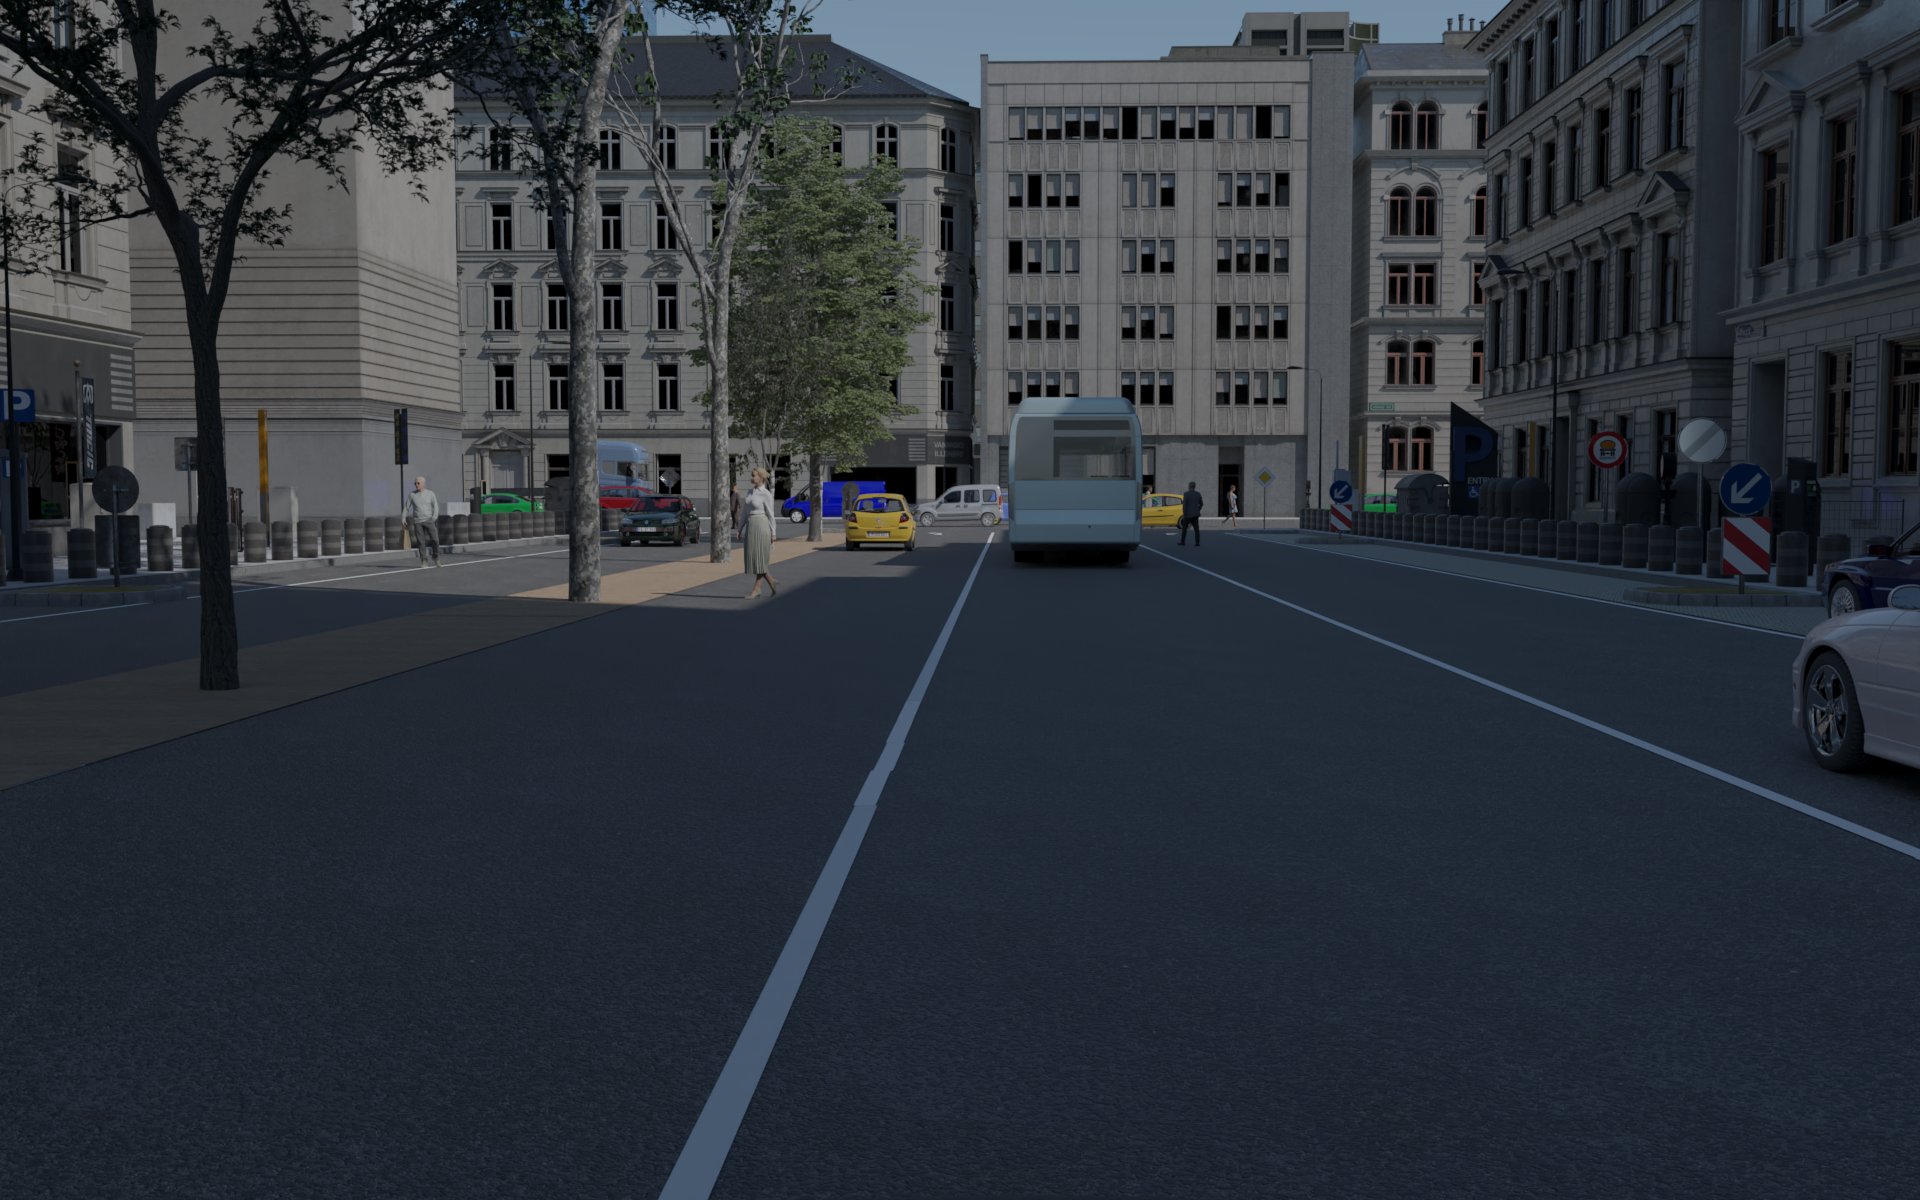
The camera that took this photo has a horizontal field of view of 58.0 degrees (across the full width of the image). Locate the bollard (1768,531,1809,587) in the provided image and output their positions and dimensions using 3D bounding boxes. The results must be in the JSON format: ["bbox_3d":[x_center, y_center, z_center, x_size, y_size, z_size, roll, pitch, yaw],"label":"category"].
[{"bbox_3d":[11.543,-0.569,24.023,0.404,0.777,0.398,0,3,0],"label":"bollard"}]

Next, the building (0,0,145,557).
[{"bbox_3d":[-26.791,-14.825,18.796,17.030,29.872,44.131,0,4,2],"label":"building"}]

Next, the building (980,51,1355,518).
[{"bbox_3d":[11.217,-17.198,99.203,19.932,24.808,12.078,0,4,2],"label":"building"}]

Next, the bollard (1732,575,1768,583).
[{"bbox_3d":[11.580,-0.643,25.224,0.404,0.777,0.398,0,3,0],"label":"bollard"}]

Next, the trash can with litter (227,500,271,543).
[{"bbox_3d":[-18.669,-2.079,45.054,1.678,1.210,2.233,2,4,31],"label":"trash can with litter"}]

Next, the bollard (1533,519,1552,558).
[{"bbox_3d":[11.867,-1.235,34.915,0.404,0.777,0.398,0,3,0],"label":"bollard"}]

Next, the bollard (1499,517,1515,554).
[{"bbox_3d":[11.933,-1.383,37.323,0.404,0.777,0.398,0,3,0],"label":"bollard"}]

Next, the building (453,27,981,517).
[{"bbox_3d":[-20.733,-19.930,102.264,44.131,29.872,17.030,0,4,2],"label":"building"}]

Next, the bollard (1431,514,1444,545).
[{"bbox_3d":[12.113,-1.753,43.382,0.404,0.777,0.398,0,3,0],"label":"bollard"}]

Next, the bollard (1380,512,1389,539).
[{"bbox_3d":[12.293,-2.121,49.402,0.404,0.777,0.398,0,3,0],"label":"bollard"}]

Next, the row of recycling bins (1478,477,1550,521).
[{"bbox_3d":[13.607,-2.179,42.739,1.069,1.692,3.534,0,4,1],"label":"row of recycling bins"}]

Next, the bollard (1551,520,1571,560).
[{"bbox_3d":[11.827,-1.161,33.704,0.404,0.777,0.398,0,3,0],"label":"bollard"}]

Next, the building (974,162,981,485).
[{"bbox_3d":[-0.068,-41.419,266.439,27.495,52.752,28.713,0,4,2],"label":"building"}]

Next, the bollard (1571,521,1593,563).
[{"bbox_3d":[11.786,-1.088,32.501,0.404,0.777,0.398,0,3,0],"label":"bollard"}]

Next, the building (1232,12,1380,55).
[{"bbox_3d":[51.940,-50.298,260.620,20.611,71.187,20.563,0,4,2],"label":"building"}]

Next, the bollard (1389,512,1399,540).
[{"bbox_3d":[12.258,-2.048,48.196,0.404,0.777,0.398,0,3,0],"label":"bollard"}]

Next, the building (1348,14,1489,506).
[{"bbox_3d":[33.345,-19.076,99.281,23.554,28.519,14.401,0,4,2],"label":"building"}]

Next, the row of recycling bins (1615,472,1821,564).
[{"bbox_3d":[14.135,-1.545,32.381,3.534,1.692,1.069,1,4,19],"label":"row of recycling bins"}]

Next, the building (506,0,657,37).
[{"bbox_3d":[-58.301,-58.166,263.682,31.000,86.520,22.319,0,4,2],"label":"building"}]

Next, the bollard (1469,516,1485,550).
[{"bbox_3d":[12.005,-1.532,39.759,0.404,0.777,0.398,0,3,0],"label":"bollard"}]

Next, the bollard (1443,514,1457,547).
[{"bbox_3d":[12.073,-1.679,42.172,0.404,0.777,0.398,0,3,0],"label":"bollard"}]

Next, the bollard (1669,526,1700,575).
[{"bbox_3d":[11.646,-0.791,27.654,0.404,0.777,0.398,0,3,0],"label":"bollard"}]

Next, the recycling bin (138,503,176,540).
[{"bbox_3d":[-22.565,-2.209,48.667,0.722,1.027,0.722,2,4,30],"label":"recycling bin"}]

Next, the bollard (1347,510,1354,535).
[{"bbox_3d":[12.437,-2.417,54.236,0.404,0.777,0.398,0,3,0],"label":"bollard"}]

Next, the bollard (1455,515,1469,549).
[{"bbox_3d":[12.039,-1.606,40.970,0.404,0.777,0.398,0,3,0],"label":"bollard"}]

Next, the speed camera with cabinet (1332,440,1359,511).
[{"bbox_3d":[14.038,-4.202,63.042,0.660,3.252,2.038,0,4,2],"label":"speed camera with cabinet"}]

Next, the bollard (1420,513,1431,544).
[{"bbox_3d":[12.151,-1.827,44.586,0.404,0.777,0.398,0,3,0],"label":"bollard"}]

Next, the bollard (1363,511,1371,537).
[{"bbox_3d":[12.368,-2.270,51.825,0.404,0.777,0.398,0,3,0],"label":"bollard"}]

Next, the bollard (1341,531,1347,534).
[{"bbox_3d":[12.471,-2.491,55.438,0.404,0.777,0.398,0,3,0],"label":"bollard"}]

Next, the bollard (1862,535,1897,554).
[{"bbox_3d":[11.473,-0.421,21.607,0.404,0.777,0.398,0,3,0],"label":"bollard"}]

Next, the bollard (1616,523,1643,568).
[{"bbox_3d":[11.721,-0.939,30.076,0.404,0.777,0.398,0,3,0],"label":"bollard"}]

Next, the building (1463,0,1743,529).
[{"bbox_3d":[21.904,-11.268,48.859,10.561,19.102,19.286,0,4,2],"label":"building"}]

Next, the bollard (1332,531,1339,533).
[{"bbox_3d":[12.507,-2.564,56.642,0.404,0.777,0.398,0,3,0],"label":"bollard"}]

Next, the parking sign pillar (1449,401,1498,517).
[{"bbox_3d":[14.833,-3.766,50.047,1.447,3.967,1.447,0,4,8],"label":"parking sign pillar"}]

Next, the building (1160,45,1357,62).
[{"bbox_3d":[31.036,-34.314,184.738,21.300,48.544,21.600,0,4,2],"label":"building"}]

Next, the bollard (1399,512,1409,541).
[{"bbox_3d":[12.218,-1.974,46.994,0.404,0.777,0.398,0,3,0],"label":"bollard"}]

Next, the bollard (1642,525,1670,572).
[{"bbox_3d":[11.682,-0.865,28.855,0.404,0.777,0.398,0,3,0],"label":"bollard"}]

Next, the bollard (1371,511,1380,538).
[{"bbox_3d":[12.329,-2.196,50.614,0.404,0.777,0.398,0,3,0],"label":"bollard"}]

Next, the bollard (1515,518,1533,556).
[{"bbox_3d":[11.900,-1.309,36.122,0.404,0.777,0.398,0,3,0],"label":"bollard"}]

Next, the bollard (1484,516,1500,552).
[{"bbox_3d":[11.972,-1.457,38.540,0.404,0.777,0.398,0,3,0],"label":"bollard"}]

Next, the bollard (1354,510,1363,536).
[{"bbox_3d":[12.399,-2.343,53.027,0.404,0.777,0.398,0,3,0],"label":"bollard"}]

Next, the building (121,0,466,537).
[{"bbox_3d":[-26.342,-12.618,55.461,18.267,20.994,9.793,0,4,2],"label":"building"}]

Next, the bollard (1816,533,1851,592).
[{"bbox_3d":[11.504,-0.495,22.808,0.404,0.777,0.398,0,3,0],"label":"bollard"}]

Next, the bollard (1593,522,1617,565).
[{"bbox_3d":[11.753,-1.013,31.286,0.404,0.777,0.398,0,3,0],"label":"bollard"}]

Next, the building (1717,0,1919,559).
[{"bbox_3d":[21.982,-11.748,28.242,11.583,22.565,21.152,0,4,2],"label":"building"}]

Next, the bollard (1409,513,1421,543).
[{"bbox_3d":[12.185,-1.900,45.788,0.404,0.777,0.398,0,3,0],"label":"bollard"}]

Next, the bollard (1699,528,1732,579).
[{"bbox_3d":[11.611,-0.716,26.426,0.404,0.777,0.398,0,3,0],"label":"bollard"}]
